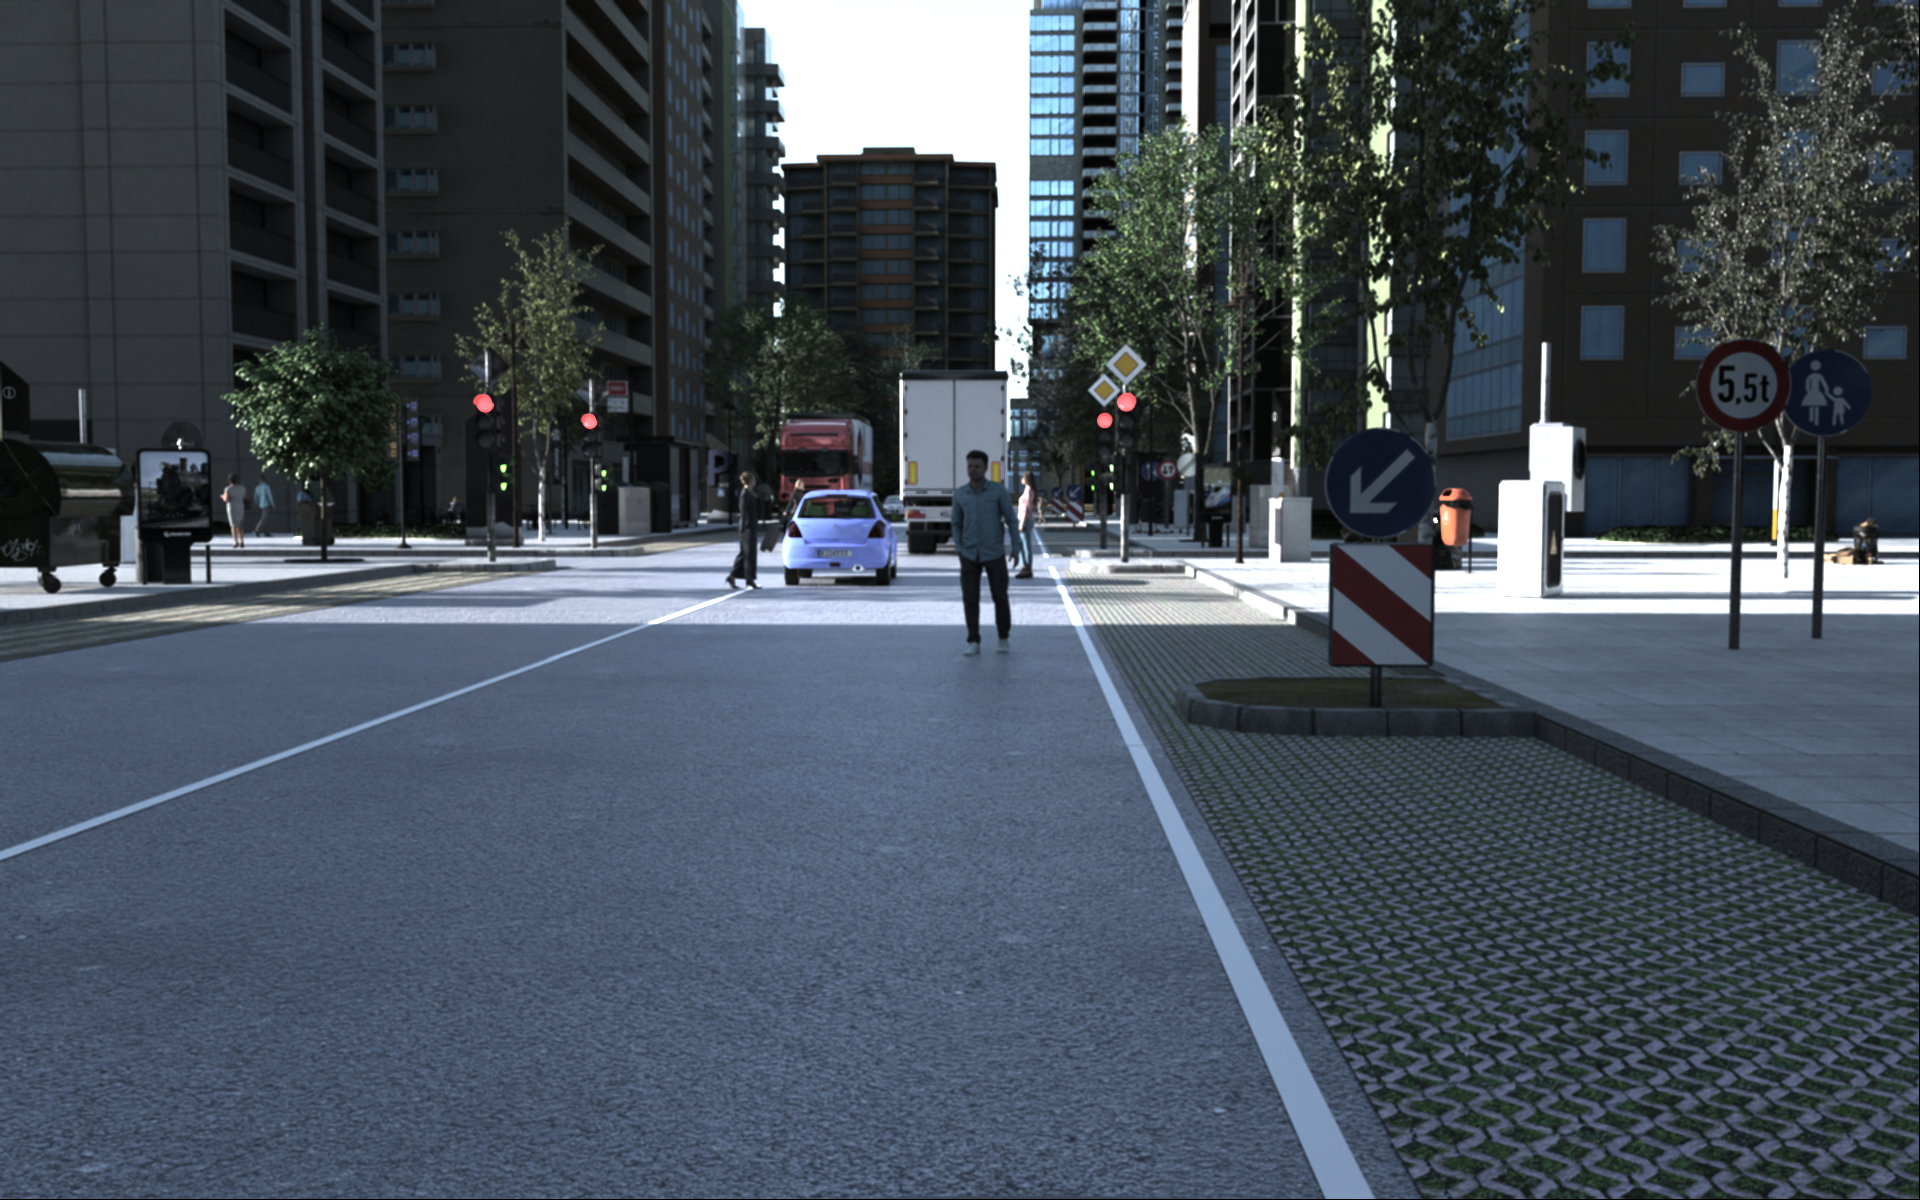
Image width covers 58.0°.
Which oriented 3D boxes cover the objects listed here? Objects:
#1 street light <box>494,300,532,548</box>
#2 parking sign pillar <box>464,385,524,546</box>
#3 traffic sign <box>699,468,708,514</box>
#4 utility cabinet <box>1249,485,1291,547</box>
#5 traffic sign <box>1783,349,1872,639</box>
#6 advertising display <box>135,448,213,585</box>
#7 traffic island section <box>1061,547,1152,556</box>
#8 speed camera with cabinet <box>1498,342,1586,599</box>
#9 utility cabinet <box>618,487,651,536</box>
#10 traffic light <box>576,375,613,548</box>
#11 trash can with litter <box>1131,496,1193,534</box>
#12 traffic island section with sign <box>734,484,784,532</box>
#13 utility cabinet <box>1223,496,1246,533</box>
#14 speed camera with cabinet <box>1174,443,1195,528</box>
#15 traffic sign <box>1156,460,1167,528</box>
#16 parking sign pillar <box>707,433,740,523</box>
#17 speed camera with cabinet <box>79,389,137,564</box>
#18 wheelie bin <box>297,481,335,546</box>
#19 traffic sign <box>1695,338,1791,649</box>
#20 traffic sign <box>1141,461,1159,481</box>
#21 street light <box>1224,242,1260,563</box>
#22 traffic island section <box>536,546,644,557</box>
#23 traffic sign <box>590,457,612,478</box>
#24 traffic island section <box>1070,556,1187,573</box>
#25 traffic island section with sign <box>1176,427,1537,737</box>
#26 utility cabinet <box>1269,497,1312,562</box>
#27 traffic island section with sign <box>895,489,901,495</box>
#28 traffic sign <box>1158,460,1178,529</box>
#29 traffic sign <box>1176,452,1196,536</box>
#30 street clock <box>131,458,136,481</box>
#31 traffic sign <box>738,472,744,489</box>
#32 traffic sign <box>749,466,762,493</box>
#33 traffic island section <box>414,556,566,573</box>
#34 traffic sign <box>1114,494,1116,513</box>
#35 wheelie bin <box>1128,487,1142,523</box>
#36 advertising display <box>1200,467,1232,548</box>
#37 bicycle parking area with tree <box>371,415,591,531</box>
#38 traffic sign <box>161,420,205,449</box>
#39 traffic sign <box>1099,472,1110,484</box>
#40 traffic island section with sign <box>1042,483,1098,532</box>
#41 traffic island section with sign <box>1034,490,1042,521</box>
[{"bbox_3d":[-10.640,-4.194,41.356,0.468,5.910,1.993,0,4,2],"label":"street light"},{"bbox_3d":[-11.623,-3.344,43.140,1.447,3.967,1.447,0,4,3],"label":"parking sign pillar"},{"bbox_3d":[-11.879,-4.993,81.643,0.884,2.594,0.081,0,4,2],"label":"traffic sign"},{"bbox_3d":[7.452,-2.012,41.583,1.173,1.500,0.318,-3,5,-41],"label":"utility cabinet"},{"bbox_3d":[7.620,-0.931,15.328,0.768,2.556,0.104,0,4,7],"label":"traffic sign"},{"bbox_3d":[-11.173,-1.189,24.652,0.974,1.923,0.123,-2,4,-35],"label":"advertising display"},{"bbox_3d":[3.377,-1.115,40.514,2.009,0.180,2.903,0,4,2],"label":"traffic island section"},{"bbox_3d":[7.438,-1.694,22.028,0.660,3.252,2.038,2,4,33],"label":"speed camera with cabinet"},{"bbox_3d":[-10.000,-2.727,53.270,0.318,1.500,1.173,2,4,28],"label":"utility cabinet"},{"bbox_3d":[-8.618,-3.172,40.776,0.839,4.253,0.868,0,4,2],"label":"traffic light"},{"bbox_3d":[6.514,-2.770,56.346,2.233,1.210,1.678,1,4,10],"label":"trash can with litter"},{"bbox_3d":[-7.497,-3.520,66.177,1.989,1.847,2.006,0,4,2],"label":"traffic island section with sign"},{"bbox_3d":[8.907,-2.812,57.140,1.020,1.237,0.306,2,4,28],"label":"utility cabinet"},{"bbox_3d":[8.791,-4.420,66.603,0.660,3.252,2.038,2,4,24],"label":"speed camera with cabinet"},{"bbox_3d":[7.684,-3.946,64.628,0.768,2.556,0.104,1,4,9],"label":"traffic sign"},{"bbox_3d":[-10.488,-5.390,76.603,1.447,3.967,1.447,1,4,16],"label":"parking sign pillar"},{"bbox_3d":[-15.928,-2.330,32.439,2.038,3.252,0.660,3,5,43],"label":"speed camera with cabinet"},{"bbox_3d":[-16.067,-2.155,43.139,0.693,1.594,0.980,1,4,23],"label":"wheelie bin"},{"bbox_3d":[6.411,-0.866,14.268,0.768,2.556,0.104,0,4,2],"label":"traffic sign"},{"bbox_3d":[7.380,-4.080,66.807,0.768,2.556,0.104,1,4,11],"label":"traffic sign"},{"bbox_3d":[5.189,-3.621,31.987,0.468,5.910,1.993,0,4,2],"label":"street light"},{"bbox_3d":[-8.657,-1.140,40.912,2.009,0.180,2.903,0,4,2],"label":"traffic island section"},{"bbox_3d":[-12.264,-3.615,59.217,0.768,2.556,0.104,0,4,6],"label":"traffic sign"},{"bbox_3d":[3.115,-0.627,32.533,2.009,0.180,2.903,0,4,2],"label":"traffic island section"},{"bbox_3d":[2.429,-0.152,11.121,1.989,1.847,2.006,0,4,2],"label":"traffic island section with sign"},{"bbox_3d":[6.276,-1.330,32.905,0.306,1.237,1.020,3,5,44],"label":"utility cabinet"},{"bbox_3d":[-4.983,-8.194,142.606,1.989,1.847,2.006,0,4,2],"label":"traffic island section with sign"},{"bbox_3d":[7.678,-3.904,63.935,0.768,2.556,0.104,1,4,11],"label":"traffic sign"},{"bbox_3d":[6.993,-3.235,52.998,0.768,2.556,0.104,0,4,4],"label":"traffic sign"},{"bbox_3d":[-16.001,-1.796,33.937,0.358,2.002,0.471,0,4,-1],"label":"street clock"},{"bbox_3d":[-12.332,-6.000,98.203,0.768,2.556,0.104,0,4,2],"label":"traffic sign"},{"bbox_3d":[-9.629,-4.917,80.391,0.884,2.594,0.081,1,4,8],"label":"traffic sign"},{"bbox_3d":[-8.919,-0.651,32.931,2.009,0.180,2.903,0,4,2],"label":"traffic island section"},{"bbox_3d":[10.375,-7.081,115.879,0.768,2.556,0.104,0,4,7],"label":"traffic sign"},{"bbox_3d":[7.626,-4.191,76.425,0.980,1.594,0.693,-2,4,-34],"label":"wheelie bin"},{"bbox_3d":[6.167,-2.234,41.736,0.974,1.923,0.123,-3,4,-37],"label":"advertising display"},{"bbox_3d":[-17.042,-4.683,63.568,8.231,4.147,9.016,1,4,9],"label":"bicycle parking area with tree"},{"bbox_3d":[-13.459,-1.828,29.999,0.768,2.556,0.104,0,4,3],"label":"traffic sign"},{"bbox_3d":[7.423,-5.483,89.760,0.768,2.556,0.104,0,4,5],"label":"traffic sign"},{"bbox_3d":[4.196,-3.474,65.432,1.989,1.847,2.006,0,4,2],"label":"traffic island section with sign"},{"bbox_3d":[5.084,-5.122,92.372,1.989,1.847,2.006,0,4,2],"label":"traffic island section with sign"}]
